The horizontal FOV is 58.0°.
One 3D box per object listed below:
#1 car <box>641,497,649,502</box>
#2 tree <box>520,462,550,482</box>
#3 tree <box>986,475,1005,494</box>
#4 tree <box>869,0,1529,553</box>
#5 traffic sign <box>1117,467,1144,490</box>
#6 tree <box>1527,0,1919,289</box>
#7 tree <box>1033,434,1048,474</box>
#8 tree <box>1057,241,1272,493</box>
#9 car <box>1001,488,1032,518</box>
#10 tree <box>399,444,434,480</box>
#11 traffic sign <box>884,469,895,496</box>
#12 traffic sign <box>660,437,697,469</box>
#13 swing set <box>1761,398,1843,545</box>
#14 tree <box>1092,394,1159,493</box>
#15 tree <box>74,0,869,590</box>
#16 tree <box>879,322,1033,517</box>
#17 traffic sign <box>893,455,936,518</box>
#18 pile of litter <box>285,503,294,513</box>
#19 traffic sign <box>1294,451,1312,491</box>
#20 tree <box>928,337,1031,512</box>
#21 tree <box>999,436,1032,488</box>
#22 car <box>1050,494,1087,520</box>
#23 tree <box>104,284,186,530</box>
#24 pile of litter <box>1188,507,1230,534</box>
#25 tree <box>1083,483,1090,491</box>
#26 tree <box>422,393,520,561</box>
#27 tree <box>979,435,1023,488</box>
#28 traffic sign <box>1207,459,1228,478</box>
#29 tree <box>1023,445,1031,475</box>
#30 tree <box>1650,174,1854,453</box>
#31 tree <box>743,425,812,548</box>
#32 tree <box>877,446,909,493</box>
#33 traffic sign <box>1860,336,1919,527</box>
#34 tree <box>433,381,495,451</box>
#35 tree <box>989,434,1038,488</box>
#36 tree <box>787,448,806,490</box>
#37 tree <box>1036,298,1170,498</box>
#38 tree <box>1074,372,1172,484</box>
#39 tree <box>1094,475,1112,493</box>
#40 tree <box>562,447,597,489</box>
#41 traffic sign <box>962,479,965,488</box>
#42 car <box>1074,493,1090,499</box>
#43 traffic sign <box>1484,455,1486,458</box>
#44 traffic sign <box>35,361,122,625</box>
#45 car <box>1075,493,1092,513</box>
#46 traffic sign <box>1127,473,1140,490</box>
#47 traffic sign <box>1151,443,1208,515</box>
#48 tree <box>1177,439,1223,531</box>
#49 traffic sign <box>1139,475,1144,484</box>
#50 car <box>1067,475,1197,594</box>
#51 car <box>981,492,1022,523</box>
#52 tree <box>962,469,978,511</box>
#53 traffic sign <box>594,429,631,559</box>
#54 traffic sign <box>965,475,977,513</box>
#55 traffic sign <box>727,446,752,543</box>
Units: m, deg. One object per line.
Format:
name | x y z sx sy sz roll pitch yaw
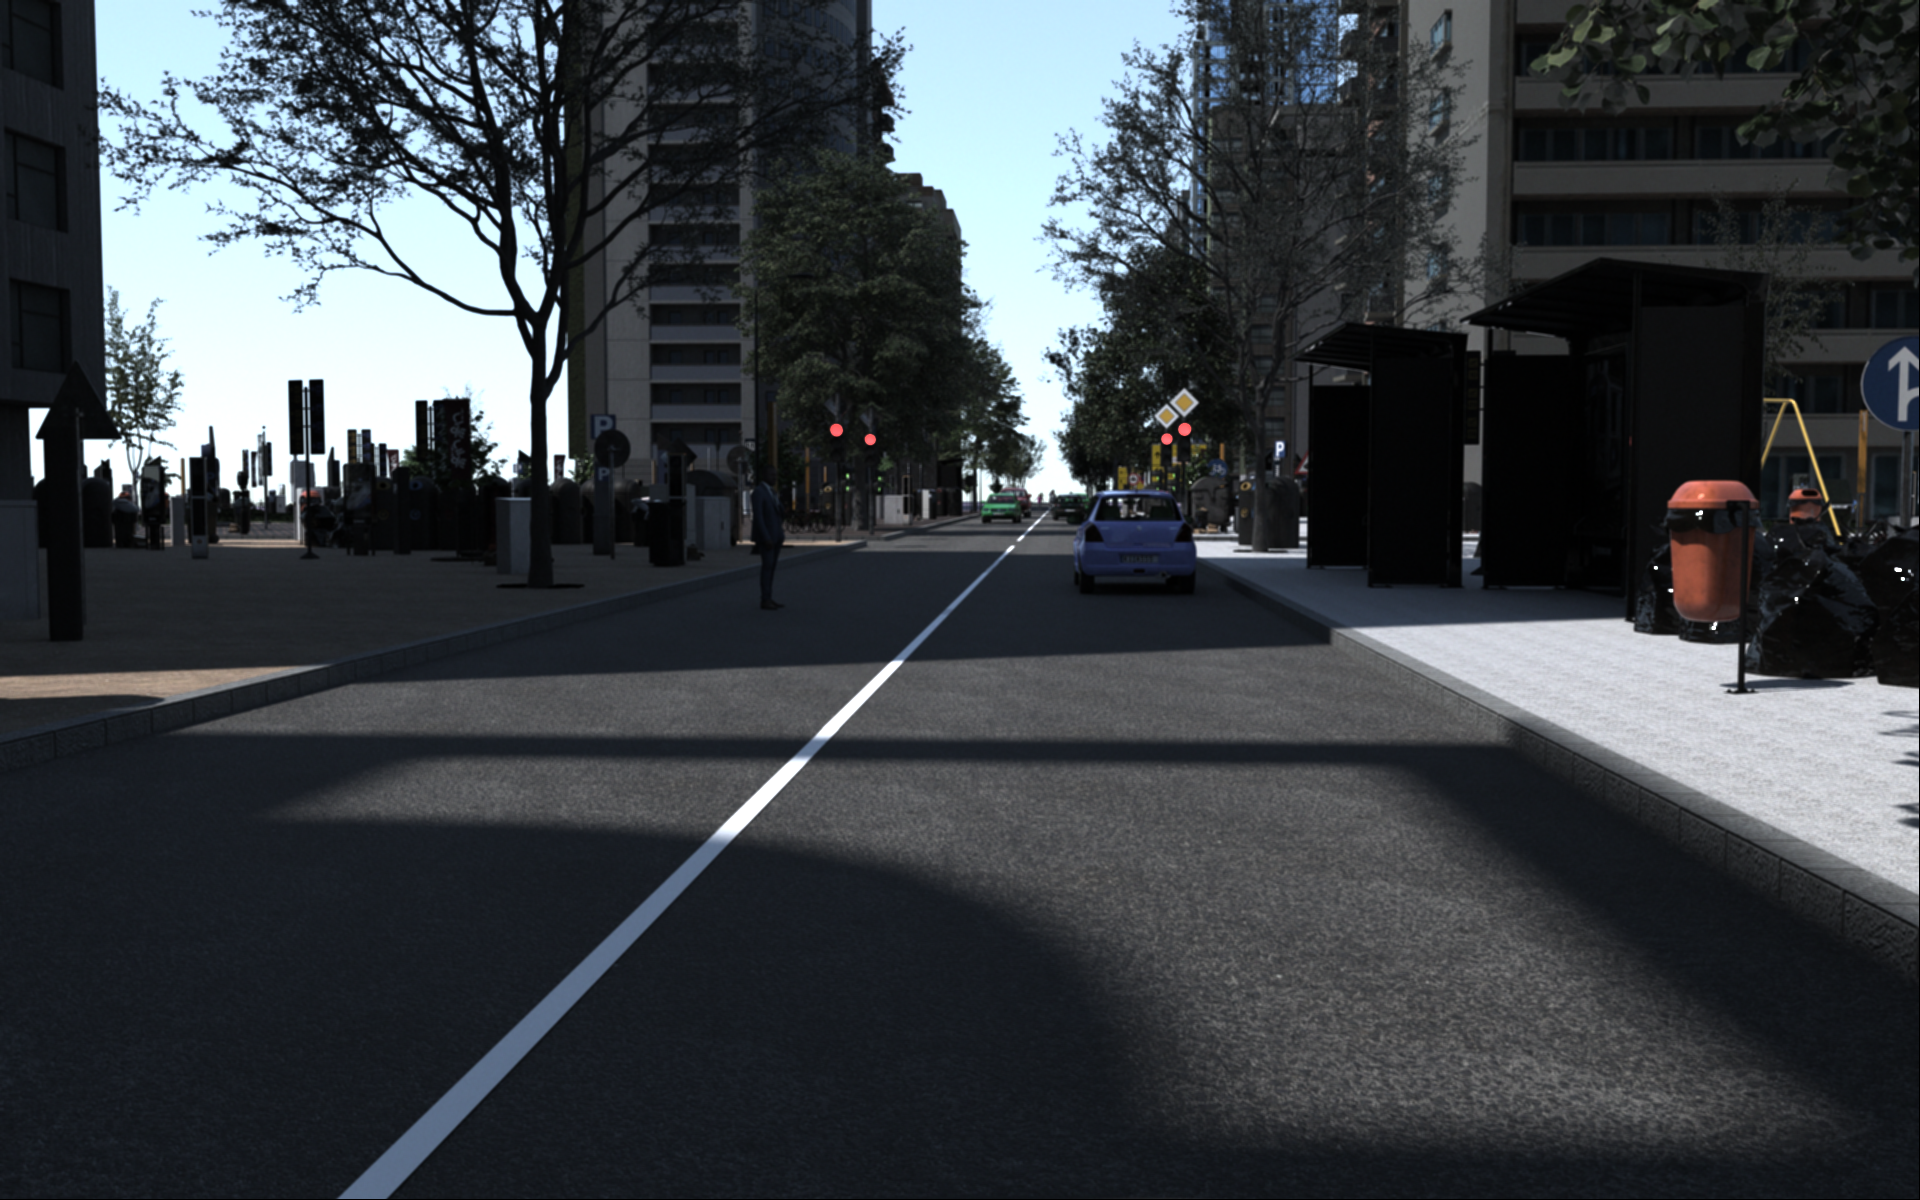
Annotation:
car | -8.971 -2.310 50.123 4.827 1.381 2.083 0 4 4
tree | -22.338 -5.888 90.873 1.663 3.219 1.824 0 3 0
tree | 3.717 -10.865 172.239 1.663 3.219 1.824 0 3 0
tree | 6.523 -7.781 37.597 12.009 13.543 11.850 0 3 0
traffic sign | 12.789 -8.212 128.138 2.265 3.308 0.079 0 4 6
tree | 4.927 -6.062 5.764 9.857 13.997 8.962 0 3 0
tree | 10.491 -22.172 288.259 9.928 11.665 9.643 0 3 0
tree | 9.040 -9.766 76.682 9.611 12.733 9.660 0 3 0
car | 3.318 -6.024 107.163 2.281 1.827 5.304 0 4 5
tree | -31.896 -7.306 103.170 4.285 4.588 4.351 0 3 0
traffic sign | -3.470 -5.318 87.059 0.768 2.556 0.104 0 4 8
traffic sign | -5.723 -2.081 35.216 0.795 2.450 0.064 1 4 9
swing set | 12.438 -1.870 28.191 3.119 2.851 2.862 -1 4 -18
tree | 11.734 -9.996 113.789 4.360 8.622 3.978 0 3 0
tree | -5.735 -6.918 23.473 12.009 13.543 11.850 0 3 0
tree | -1.611 -10.606 99.166 9.928 11.665 9.643 0 3 0
traffic sign | -2.384 -5.948 91.129 2.265 3.308 0.079 0 4 5
pile of litter | -32.193 -4.197 82.583 1.176 0.858 1.719 1 4 21
traffic sign | 9.382 -2.837 46.382 0.884 2.594 0.081 0 4 5
tree | 1.489 -12.698 125.731 7.486 12.596 7.792 0 3 0
tree | 6.041 -16.528 220.589 4.360 8.622 3.978 0 3 0
car | 5.985 -5.234 95.355 2.009 1.686 4.222 0 4 2
tree | -28.981 -6.743 60.607 4.737 8.622 4.395 0 3 0
pile of litter | 7.879 -2.572 56.017 1.719 0.858 1.176 1 4 15
tree | 21.869 -20.458 284.854 4.360 8.622 3.978 0 3 0
tree | -9.681 -2.362 33.225 1.663 3.219 1.824 0 3 0
tree | 3.979 -14.706 190.797 4.737 8.622 4.395 0 3 0
traffic sign | 9.256 -3.811 62.418 0.768 2.556 0.104 1 4 12
tree | 6.151 -15.550 204.604 4.737 8.622 4.395 0 3 0
tree | 17.904 -5.447 39.415 4.360 8.622 3.978 0 3 0
tree | -4.383 -2.878 41.654 1.663 3.219 1.824 0 3 0
tree | -4.092 -8.048 115.297 4.285 4.588 4.351 0 3 0
traffic sign | 7.672 -0.852 14.040 0.768 2.556 0.104 1 4 10
tree | -32.414 -9.927 112.664 4.360 8.622 3.978 0 3 0
tree | 7.239 -18.531 237.399 7.601 10.594 8.767 0 4 2
tree | -12.173 -8.380 120.724 4.285 4.588 4.351 0 3 0
tree | 12.984 -18.200 153.456 12.611 20.169 13.585 0 3 0
tree | 11.827 -11.457 121.729 8.767 10.594 7.601 -1 4 -16
tree | 13.857 -10.759 170.516 1.663 3.219 1.824 0 3 0
tree | -15.324 -4.696 71.377 1.663 3.219 1.824 0 3 0
traffic sign | 0.066 -7.244 120.560 0.606 2.300 0.079 0 4 4
car | 9.647 -8.144 142.198 2.155 1.783 4.494 0 4 2
traffic sign | 8.230 -1.573 25.719 0.884 2.594 0.081 1 4 13
traffic sign | -8.601 -1.034 16.904 0.884 2.594 0.081 0 4 5
car | 7.534 -6.269 111.302 1.959 1.807 4.718 0 4 4
traffic sign | 10.337 -6.312 103.301 0.768 2.556 0.104 1 4 9
traffic sign | 8.829 -4.646 69.838 2.265 3.308 0.079 1 4 8
tree | 8.490 -4.073 61.203 1.663 3.219 1.824 0 3 0
traffic sign | 10.435 -5.930 97.055 0.768 2.556 0.104 0 4 5
car | 2.597 -1.020 26.270 1.945 1.707 3.694 0 4 2
car | 2.085 -4.733 86.188 1.959 1.807 4.718 0 4 5
tree | 0.690 -8.538 134.196 1.663 3.219 1.824 0 3 0
traffic sign | -6.831 -2.072 33.987 0.768 2.556 0.104 1 4 13
traffic sign | 0.720 -7.052 115.405 0.768 2.556 0.104 0 4 6
traffic sign | -5.761 -2.774 45.465 0.768 2.556 0.104 1 4 9
